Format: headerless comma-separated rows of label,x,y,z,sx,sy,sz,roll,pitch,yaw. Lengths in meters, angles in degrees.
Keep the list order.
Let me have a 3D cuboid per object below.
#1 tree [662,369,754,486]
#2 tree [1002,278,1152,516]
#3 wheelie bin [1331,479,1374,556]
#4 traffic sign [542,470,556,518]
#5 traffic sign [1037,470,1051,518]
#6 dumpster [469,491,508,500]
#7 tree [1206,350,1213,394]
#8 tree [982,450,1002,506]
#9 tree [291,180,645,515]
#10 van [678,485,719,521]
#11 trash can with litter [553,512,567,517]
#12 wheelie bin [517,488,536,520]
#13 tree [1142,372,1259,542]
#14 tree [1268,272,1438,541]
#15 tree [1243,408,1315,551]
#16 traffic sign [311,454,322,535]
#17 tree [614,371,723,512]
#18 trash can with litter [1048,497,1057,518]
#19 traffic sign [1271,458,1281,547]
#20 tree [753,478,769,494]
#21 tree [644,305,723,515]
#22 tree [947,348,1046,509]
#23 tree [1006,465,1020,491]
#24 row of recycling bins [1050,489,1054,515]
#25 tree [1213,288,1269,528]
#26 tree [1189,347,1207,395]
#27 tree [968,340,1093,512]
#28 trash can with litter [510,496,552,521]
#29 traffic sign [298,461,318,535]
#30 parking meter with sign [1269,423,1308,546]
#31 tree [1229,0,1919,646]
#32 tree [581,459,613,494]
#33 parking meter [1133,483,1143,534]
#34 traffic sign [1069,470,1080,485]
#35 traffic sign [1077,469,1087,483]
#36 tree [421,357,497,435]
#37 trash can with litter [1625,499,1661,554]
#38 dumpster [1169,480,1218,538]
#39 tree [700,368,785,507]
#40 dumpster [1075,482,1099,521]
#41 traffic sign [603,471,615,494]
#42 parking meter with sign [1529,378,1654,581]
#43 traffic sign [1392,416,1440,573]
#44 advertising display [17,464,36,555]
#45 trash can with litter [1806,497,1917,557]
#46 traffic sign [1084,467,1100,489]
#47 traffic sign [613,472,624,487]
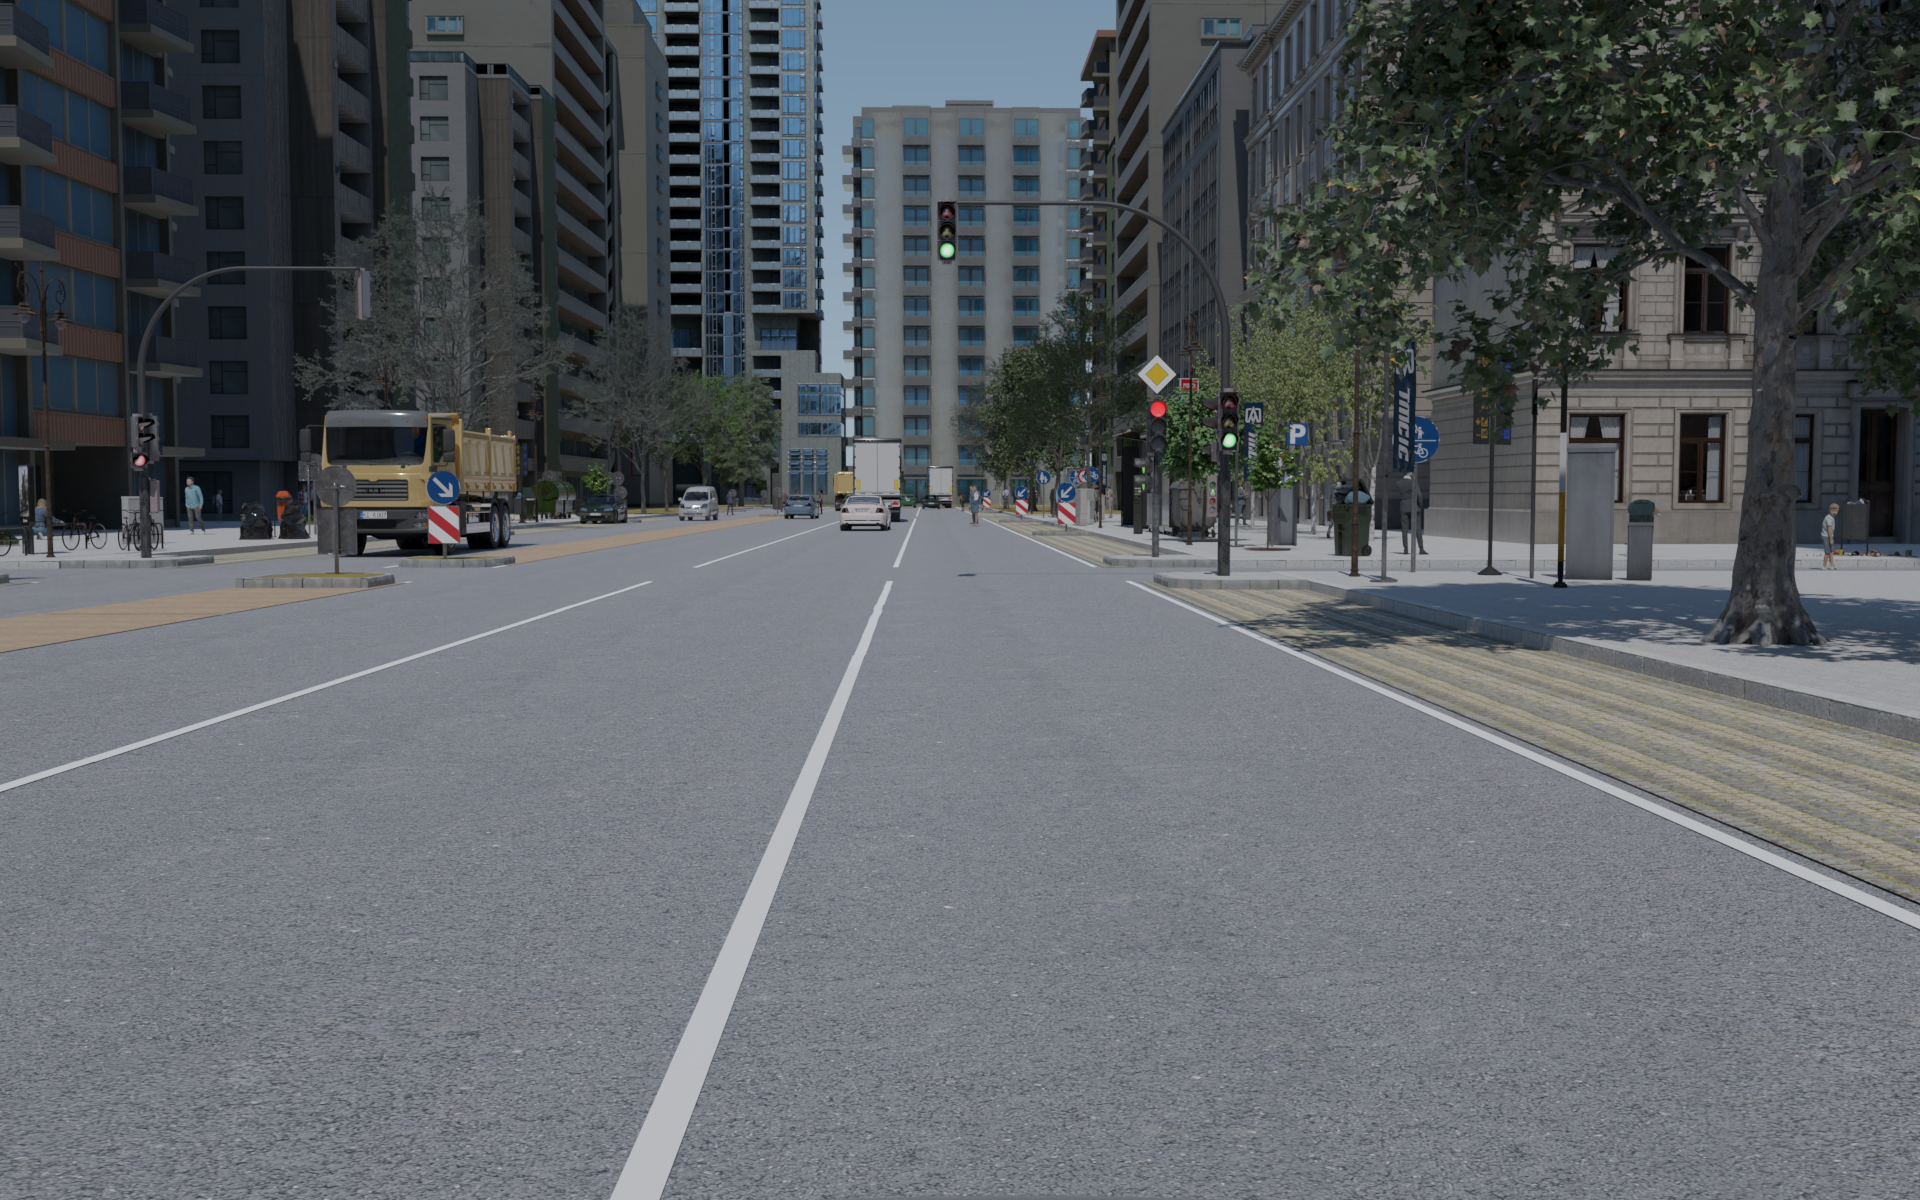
tree,-20.950,-13.260,142.562,9.928,11.665,9.643,0,3,0
tree,5.402,-8.651,75.856,7.601,10.594,8.767,-1,4,-13
wheelie bin,8.099,-1.703,35.760,0.693,1.594,0.980,-2,4,-30
traffic sign,-21.866,-5.630,92.149,0.768,2.556,0.104,0,4,1
traffic sign,4.515,-5.711,93.481,0.768,2.556,0.104,0,4,5
dumpster,-21.157,-4.578,77.350,1.502,2.255,1.985,0,4,-1
tree,10.992,-6.698,59.878,4.737,8.622,4.395,0,3,0
tree,4.047,-14.342,184.848,4.360,8.622,3.978,0,3,0
tree,-20.119,-9.613,67.542,12.009,13.543,11.850,0,3,0
van,-14.176,-5.319,93.979,2.013,2.044,4.112,0,4,1
trash can with litter,-21.819,-5.095,94.685,0.624,1.170,1.055,1,4,18
wheelie bin,-21.211,-4.692,84.628,0.693,1.594,0.980,3,4,38
tree,6.511,-3.848,46.628,4.285,4.588,4.351,0,3,0
tree,11.128,-5.912,47.024,4.737,8.622,4.395,0,3,0
tree,6.926,-2.733,39.283,1.663,3.219,1.824,0,3,0
traffic sign,-20.405,-3.343,54.757,0.768,2.556,0.104,0,4,2
tree,-21.202,-11.687,125.502,8.767,10.594,7.601,0,4,1
trash can with litter,5.391,-5.122,94.806,1.678,1.210,2.233,0,4,-1
traffic sign,7.626,-2.582,42.222,0.884,2.594,0.081,0,4,1
tree,-21.528,-11.674,185.464,1.663,3.219,1.824,0,3,0
tree,-20.078,-12.133,108.751,12.009,13.543,11.850,0,3,0
tree,3.762,-14.462,146.820,12.009,13.543,11.850,0,3,0
tree,4.712,-13.569,172.220,4.737,8.622,4.395,0,3,0
row of recycling bins,6.228,-6.242,109.170,1.069,1.692,3.534,0,4,7
tree,10.946,-6.364,54.421,4.737,8.622,4.395,0,3,0
tree,10.767,-7.007,64.933,4.737,8.622,4.395,0,3,0
tree,5.236,-12.852,127.140,9.611,12.733,9.660,0,3,0
trash can with litter,-20.593,-4.367,82.461,2.233,1.210,1.678,-1,4,-9
traffic sign,-20.264,-3.166,53.899,0.606,2.300,0.079,0,4,0
parking meter with sign,8.134,-2.881,43.363,0.543,3.016,1.738,-1,4,-9
tree,7.106,-5.972,14.648,9.611,12.733,9.660,0,3,0
tree,-19.860,-6.162,95.343,1.663,3.219,1.824,0,3,0
parking meter,5.696,-3.035,55.330,0.255,1.863,0.399,1,4,15
traffic sign,6.166,-5.592,91.530,0.768,2.556,0.104,0,4,5
traffic sign,6.291,-5.325,87.175,0.768,2.556,0.104,0,4,8
tree,-26.764,-8.707,92.728,4.360,8.622,3.978,0,3,0
trash can with litter,14.032,-1.482,35.619,0.624,1.170,1.055,2,4,27
dumpster,6.927,-2.780,51.210,1.264,1.857,1.865,0,4,-1
tree,-22.352,-16.490,176.272,9.857,13.997,8.962,0,3,0
dumpster,6.080,-4.751,83.439,1.264,1.857,1.865,0,4,-1
traffic sign,-19.671,-5.913,96.788,0.768,2.556,0.104,1,4,8
parking meter with sign,9.458,-1.815,25.931,1.738,3.016,0.543,1,4,19
traffic sign,7.414,-1.722,28.262,0.768,2.556,0.104,0,3,0
advertising display,-19.900,-1.940,36.935,0.123,1.923,0.974,-3,5,-40
trash can with litter,18.802,-1.503,35.639,2.233,1.210,1.678,3,5,45
traffic sign,6.208,-4.982,81.568,0.768,2.556,0.104,0,4,6
traffic sign,-19.347,-5.976,97.820,0.768,2.556,0.104,0,4,5
